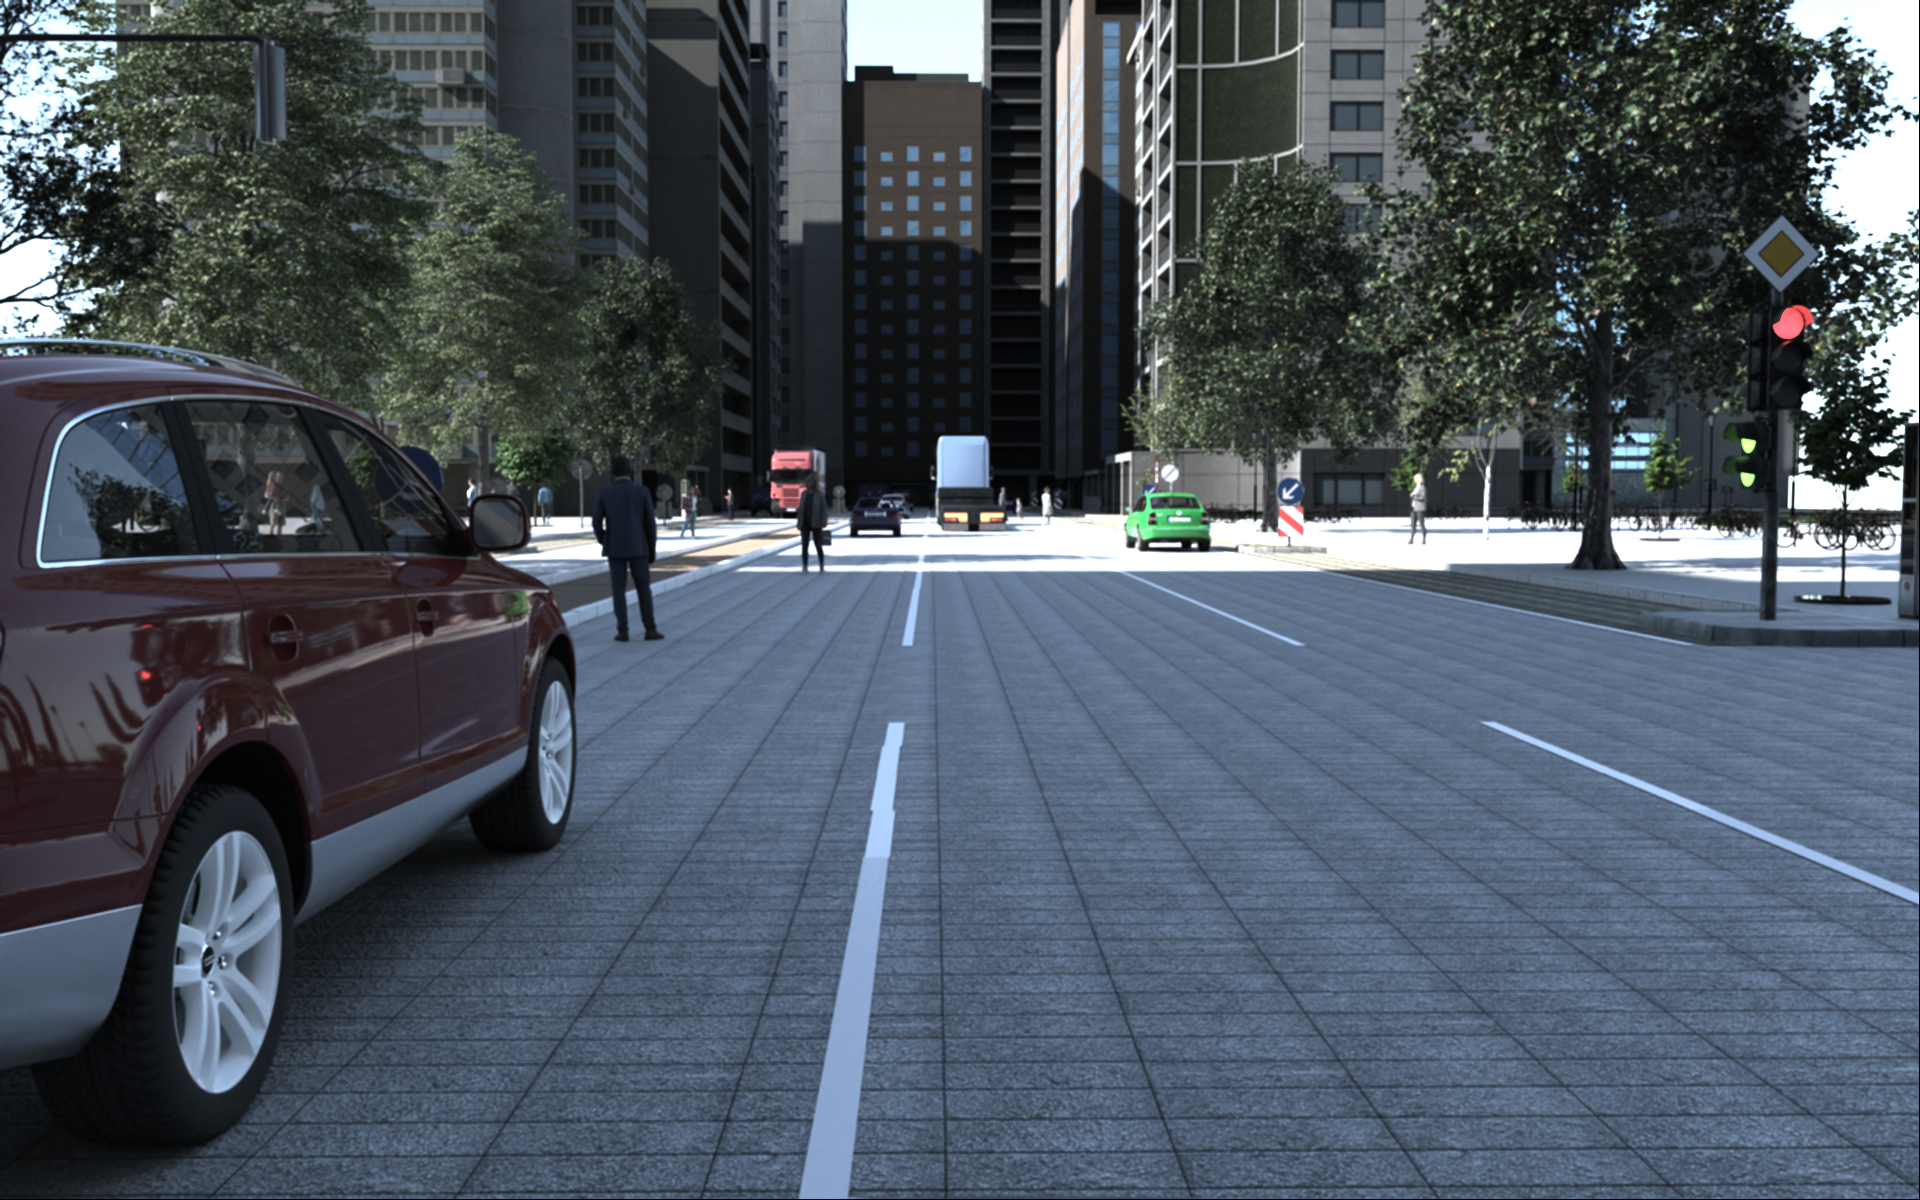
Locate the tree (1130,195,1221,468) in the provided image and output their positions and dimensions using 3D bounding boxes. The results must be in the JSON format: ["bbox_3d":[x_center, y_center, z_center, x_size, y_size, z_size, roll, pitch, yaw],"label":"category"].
[{"bbox_3d":[10.474,-8.596,57.553,9.611,12.733,9.660,0,3,0],"label":"tree"}]

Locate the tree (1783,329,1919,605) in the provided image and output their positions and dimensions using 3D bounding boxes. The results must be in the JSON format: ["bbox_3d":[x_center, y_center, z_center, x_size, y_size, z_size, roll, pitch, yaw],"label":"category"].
[{"bbox_3d":[10.600,-1.579,20.418,1.663,3.219,1.824,0,3,0],"label":"tree"}]

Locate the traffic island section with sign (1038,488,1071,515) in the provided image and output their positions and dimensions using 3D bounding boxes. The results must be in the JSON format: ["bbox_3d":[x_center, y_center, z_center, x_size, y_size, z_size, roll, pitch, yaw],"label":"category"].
[{"bbox_3d":[6.605,-6.792,119.675,1.989,1.847,2.006,0,4,-1],"label":"traffic island section with sign"}]

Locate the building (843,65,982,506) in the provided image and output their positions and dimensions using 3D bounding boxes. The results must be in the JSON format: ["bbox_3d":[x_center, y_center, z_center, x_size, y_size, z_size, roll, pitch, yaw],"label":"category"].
[{"bbox_3d":[-4.948,-32.697,184.706,14.200,45.320,14.600,0,4,-1],"label":"building"}]

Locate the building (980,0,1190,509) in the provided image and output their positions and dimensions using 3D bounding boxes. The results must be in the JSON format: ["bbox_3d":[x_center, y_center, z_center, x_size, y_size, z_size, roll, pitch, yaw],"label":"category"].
[{"bbox_3d":[12.560,-45.758,186.397,20.611,71.187,20.563,0,4,-1],"label":"building"}]

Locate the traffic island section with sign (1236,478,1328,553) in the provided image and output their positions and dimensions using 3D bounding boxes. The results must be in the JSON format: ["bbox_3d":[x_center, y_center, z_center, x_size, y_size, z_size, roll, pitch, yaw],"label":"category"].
[{"bbox_3d":[7.860,-2.078,42.604,1.989,1.847,2.006,0,4,-1],"label":"traffic island section with sign"}]

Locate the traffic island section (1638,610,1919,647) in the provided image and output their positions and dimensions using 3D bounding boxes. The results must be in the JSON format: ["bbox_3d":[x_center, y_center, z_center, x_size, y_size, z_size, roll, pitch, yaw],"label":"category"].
[{"bbox_3d":[8.264,0.282,17.669,2.009,0.180,2.903,0,4,-1],"label":"traffic island section"}]

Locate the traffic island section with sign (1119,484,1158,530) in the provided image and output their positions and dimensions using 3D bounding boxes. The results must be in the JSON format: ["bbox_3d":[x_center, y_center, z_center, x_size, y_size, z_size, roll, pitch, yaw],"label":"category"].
[{"bbox_3d":[7.420,-3.726,69.555,1.989,1.847,2.006,0,4,-1],"label":"traffic island section with sign"}]

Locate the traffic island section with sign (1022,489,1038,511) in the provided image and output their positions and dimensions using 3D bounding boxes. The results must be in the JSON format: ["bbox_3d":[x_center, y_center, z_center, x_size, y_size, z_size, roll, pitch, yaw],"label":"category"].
[{"bbox_3d":[6.159,-8.465,147.036,1.989,1.847,2.006,0,4,-1],"label":"traffic island section with sign"}]

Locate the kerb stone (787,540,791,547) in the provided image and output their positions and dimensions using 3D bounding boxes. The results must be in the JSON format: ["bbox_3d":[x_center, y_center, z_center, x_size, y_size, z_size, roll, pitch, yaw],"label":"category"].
[{"bbox_3d":[-4.682,-1.466,46.161,0.120,0.150,1.000,0,4,-1],"label":"kerb stone"}]

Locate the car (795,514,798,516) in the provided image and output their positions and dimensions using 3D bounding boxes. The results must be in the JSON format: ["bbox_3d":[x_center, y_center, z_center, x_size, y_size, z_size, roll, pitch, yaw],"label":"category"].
[{"bbox_3d":[-10.061,-6.296,112.721,2.009,1.686,4.222,0,4,-1],"label":"car"}]

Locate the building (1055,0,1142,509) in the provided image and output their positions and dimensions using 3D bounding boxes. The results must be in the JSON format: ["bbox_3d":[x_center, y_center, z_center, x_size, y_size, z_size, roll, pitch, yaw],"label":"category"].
[{"bbox_3d":[16.282,-31.208,160.364,14.600,45.320,14.200,0,4,-1],"label":"building"}]

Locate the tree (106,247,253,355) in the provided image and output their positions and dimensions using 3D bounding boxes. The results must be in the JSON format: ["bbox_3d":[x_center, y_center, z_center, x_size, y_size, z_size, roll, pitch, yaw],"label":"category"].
[{"bbox_3d":[-22.767,-6.075,49.689,4.737,8.622,4.395,0,3,0],"label":"tree"}]

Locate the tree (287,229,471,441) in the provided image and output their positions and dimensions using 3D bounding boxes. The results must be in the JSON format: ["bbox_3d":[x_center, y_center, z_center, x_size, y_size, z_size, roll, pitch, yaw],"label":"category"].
[{"bbox_3d":[-23.067,-8.755,68.900,9.928,11.665,9.643,0,3,0],"label":"tree"}]

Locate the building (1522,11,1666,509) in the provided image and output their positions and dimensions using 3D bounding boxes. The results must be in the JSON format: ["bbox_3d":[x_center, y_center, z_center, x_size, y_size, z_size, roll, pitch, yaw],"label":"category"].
[{"bbox_3d":[45.877,-51.524,155.088,31.000,86.520,22.319,0,4,-1],"label":"building"}]

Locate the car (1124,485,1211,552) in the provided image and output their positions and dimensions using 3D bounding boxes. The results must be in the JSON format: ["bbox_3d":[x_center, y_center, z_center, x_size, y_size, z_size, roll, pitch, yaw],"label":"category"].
[{"bbox_3d":[5.297,-2.184,44.512,1.959,1.807,4.718,0,4,-1],"label":"car"}]

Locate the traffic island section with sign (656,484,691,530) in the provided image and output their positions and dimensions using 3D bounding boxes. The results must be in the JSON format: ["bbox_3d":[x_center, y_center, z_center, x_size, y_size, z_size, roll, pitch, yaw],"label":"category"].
[{"bbox_3d":[-11.787,-3.694,69.030,1.989,1.847,2.006,0,4,-1],"label":"traffic island section with sign"}]

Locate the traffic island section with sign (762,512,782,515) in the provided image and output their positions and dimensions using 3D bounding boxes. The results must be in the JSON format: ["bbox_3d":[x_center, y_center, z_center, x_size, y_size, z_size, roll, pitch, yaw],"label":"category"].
[{"bbox_3d":[-12.613,-6.787,119.598,1.989,1.847,2.006,0,4,-1],"label":"traffic island section with sign"}]

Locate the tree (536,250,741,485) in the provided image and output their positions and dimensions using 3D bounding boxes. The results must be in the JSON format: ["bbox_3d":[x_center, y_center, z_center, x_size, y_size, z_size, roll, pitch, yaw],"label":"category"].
[{"bbox_3d":[-15.175,-10.056,81.428,9.611,12.733,9.660,0,3,0],"label":"tree"}]

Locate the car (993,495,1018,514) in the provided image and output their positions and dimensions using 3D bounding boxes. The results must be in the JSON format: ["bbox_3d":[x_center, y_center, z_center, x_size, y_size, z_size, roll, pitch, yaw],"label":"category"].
[{"bbox_3d":[3.349,-6.940,126.052,1.945,1.354,3.894,0,4,-2],"label":"car"}]

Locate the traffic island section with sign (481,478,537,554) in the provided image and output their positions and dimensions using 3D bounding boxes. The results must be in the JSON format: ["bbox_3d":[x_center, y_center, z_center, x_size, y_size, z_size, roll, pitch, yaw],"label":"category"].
[{"bbox_3d":[-11.351,-2.039,41.961,1.989,1.847,2.006,0,4,-1],"label":"traffic island section with sign"}]

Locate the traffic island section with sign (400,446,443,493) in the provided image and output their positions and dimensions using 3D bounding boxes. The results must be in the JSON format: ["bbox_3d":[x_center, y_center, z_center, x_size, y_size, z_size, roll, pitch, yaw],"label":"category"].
[{"bbox_3d":[-5.246,-0.549,17.110,2.006,1.907,1.989,0,4,-1],"label":"traffic island section with sign"}]

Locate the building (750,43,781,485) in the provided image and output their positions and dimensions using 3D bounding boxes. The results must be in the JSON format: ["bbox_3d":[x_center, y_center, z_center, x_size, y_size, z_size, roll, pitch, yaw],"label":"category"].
[{"bbox_3d":[-23.846,-29.140,160.032,14.086,41.232,14.154,0,4,-1],"label":"building"}]

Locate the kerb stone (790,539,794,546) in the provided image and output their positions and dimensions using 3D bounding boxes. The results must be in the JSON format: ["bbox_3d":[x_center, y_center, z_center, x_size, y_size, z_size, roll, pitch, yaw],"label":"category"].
[{"bbox_3d":[-4.697,-1.528,47.186,0.120,0.150,1.000,0,4,-1],"label":"kerb stone"}]

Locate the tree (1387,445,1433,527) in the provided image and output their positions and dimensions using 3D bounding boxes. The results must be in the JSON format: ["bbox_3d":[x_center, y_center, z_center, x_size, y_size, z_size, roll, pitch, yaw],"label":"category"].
[{"bbox_3d":[17.693,-4.514,68.413,1.663,3.219,1.824,0,3,0],"label":"tree"}]

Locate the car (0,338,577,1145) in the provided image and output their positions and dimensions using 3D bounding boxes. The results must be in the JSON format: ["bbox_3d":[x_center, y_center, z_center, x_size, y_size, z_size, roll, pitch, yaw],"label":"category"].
[{"bbox_3d":[-2.629,0.203,5.357,2.281,1.827,5.304,0,3,0],"label":"car"}]

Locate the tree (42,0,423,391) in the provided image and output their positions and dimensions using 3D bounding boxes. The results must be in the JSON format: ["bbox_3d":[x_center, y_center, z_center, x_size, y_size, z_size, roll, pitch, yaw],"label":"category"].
[{"bbox_3d":[-13.742,-7.048,33.364,7.486,12.596,7.792,0,3,0],"label":"tree"}]

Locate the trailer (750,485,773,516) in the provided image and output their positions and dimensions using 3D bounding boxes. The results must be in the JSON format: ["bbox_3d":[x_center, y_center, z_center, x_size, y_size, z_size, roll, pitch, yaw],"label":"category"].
[{"bbox_3d":[-12.525,-6.266,109.497,1.471,1.999,3.904,0,4,0],"label":"trailer"}]

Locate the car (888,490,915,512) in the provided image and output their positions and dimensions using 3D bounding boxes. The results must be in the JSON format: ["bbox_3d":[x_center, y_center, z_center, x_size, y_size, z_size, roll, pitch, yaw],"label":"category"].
[{"bbox_3d":[-4.886,-8.266,143.816,2.281,1.827,5.304,0,4,-2],"label":"car"}]

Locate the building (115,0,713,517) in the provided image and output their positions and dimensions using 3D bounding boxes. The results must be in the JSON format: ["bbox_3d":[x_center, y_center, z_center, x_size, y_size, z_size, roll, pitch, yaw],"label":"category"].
[{"bbox_3d":[-32.096,-25.234,104.459,32.217,40.220,23.993,0,4,-1],"label":"building"}]

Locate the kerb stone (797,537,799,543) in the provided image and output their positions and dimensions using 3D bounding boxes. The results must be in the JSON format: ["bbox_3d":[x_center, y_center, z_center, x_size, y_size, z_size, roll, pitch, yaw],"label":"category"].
[{"bbox_3d":[-4.738,-1.654,49.236,0.120,0.150,1.000,0,4,-1],"label":"kerb stone"}]

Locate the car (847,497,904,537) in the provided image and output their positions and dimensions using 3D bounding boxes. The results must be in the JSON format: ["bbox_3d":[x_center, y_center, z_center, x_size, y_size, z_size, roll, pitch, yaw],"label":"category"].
[{"bbox_3d":[-2.888,-2.849,59.163,1.945,1.354,3.894,0,4,-3],"label":"car"}]

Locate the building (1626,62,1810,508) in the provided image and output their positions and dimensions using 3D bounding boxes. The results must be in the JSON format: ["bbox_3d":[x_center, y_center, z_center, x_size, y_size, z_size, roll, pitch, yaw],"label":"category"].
[{"bbox_3d":[68.348,-29.204,161.073,14.086,41.232,14.154,0,4,-1],"label":"building"}]

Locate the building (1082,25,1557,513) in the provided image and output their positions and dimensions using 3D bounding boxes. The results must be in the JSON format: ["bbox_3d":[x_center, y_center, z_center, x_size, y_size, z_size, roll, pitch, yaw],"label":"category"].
[{"bbox_3d":[25.673,-26.543,125.856,32.217,40.220,23.993,0,4,-1],"label":"building"}]

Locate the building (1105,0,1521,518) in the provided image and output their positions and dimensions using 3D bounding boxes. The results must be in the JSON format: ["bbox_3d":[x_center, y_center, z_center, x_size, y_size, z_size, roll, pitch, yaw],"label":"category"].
[{"bbox_3d":[19.940,-40.587,101.847,20.563,71.187,20.611,0,4,-1],"label":"building"}]

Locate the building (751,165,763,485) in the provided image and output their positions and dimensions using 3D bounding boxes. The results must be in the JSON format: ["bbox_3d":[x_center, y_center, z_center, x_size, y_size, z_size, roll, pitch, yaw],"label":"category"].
[{"bbox_3d":[-24.354,-22.869,145.616,14.160,30.474,14.107,0,4,-1],"label":"building"}]

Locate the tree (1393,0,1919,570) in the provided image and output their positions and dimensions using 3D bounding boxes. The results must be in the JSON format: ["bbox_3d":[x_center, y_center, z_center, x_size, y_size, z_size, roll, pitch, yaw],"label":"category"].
[{"bbox_3d":[11.046,-6.874,29.395,9.611,12.733,9.660,0,3,0],"label":"tree"}]

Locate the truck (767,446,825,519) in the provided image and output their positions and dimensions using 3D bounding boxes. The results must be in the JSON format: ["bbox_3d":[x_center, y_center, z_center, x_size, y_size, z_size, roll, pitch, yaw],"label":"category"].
[{"bbox_3d":[-9.650,-7.009,103.510,2.839,4.237,11.283,0,4,0],"label":"truck"}]

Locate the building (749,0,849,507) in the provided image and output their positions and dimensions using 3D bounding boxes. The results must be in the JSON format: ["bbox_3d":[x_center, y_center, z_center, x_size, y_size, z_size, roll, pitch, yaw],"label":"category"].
[{"bbox_3d":[-26.197,-39.432,186.707,28.212,58.520,21.231,0,4,-1],"label":"building"}]

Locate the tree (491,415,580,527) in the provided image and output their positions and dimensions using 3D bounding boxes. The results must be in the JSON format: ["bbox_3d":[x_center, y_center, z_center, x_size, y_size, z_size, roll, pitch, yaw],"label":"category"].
[{"bbox_3d":[-16.652,-5.151,67.939,4.285,4.588,4.351,0,3,0],"label":"tree"}]

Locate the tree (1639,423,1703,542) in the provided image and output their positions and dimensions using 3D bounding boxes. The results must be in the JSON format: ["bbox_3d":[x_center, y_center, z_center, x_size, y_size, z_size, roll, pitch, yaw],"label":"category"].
[{"bbox_3d":[18.978,-3.206,47.023,1.663,3.219,1.824,0,3,0],"label":"tree"}]

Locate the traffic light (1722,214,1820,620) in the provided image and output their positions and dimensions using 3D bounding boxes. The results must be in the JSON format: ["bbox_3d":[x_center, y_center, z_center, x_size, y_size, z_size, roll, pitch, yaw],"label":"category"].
[{"bbox_3d":[8.223,-1.751,17.554,0.839,4.253,0.868,0,4,-1],"label":"traffic light"}]

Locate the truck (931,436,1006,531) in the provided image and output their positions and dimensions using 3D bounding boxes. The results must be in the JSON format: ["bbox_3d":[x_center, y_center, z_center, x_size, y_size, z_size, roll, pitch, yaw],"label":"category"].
[{"bbox_3d":[0.296,-5.191,74.626,2.967,4.110,18.799,0,4,-1],"label":"truck"}]

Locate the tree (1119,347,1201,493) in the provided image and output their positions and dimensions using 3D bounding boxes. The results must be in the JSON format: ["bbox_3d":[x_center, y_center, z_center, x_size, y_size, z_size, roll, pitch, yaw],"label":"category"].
[{"bbox_3d":[10.053,-8.139,83.438,4.737,8.622,4.395,0,3,0],"label":"tree"}]

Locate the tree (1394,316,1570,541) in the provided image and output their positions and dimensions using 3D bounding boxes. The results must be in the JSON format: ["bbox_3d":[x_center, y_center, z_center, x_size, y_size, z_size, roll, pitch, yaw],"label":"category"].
[{"bbox_3d":[14.545,-5.930,47.319,4.737,8.622,4.395,0,3,0],"label":"tree"}]

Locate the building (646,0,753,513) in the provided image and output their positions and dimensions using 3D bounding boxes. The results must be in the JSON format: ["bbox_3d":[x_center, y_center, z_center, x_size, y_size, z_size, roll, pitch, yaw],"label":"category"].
[{"bbox_3d":[-27.114,-30.795,127.196,21.300,48.544,21.600,0,4,-1],"label":"building"}]

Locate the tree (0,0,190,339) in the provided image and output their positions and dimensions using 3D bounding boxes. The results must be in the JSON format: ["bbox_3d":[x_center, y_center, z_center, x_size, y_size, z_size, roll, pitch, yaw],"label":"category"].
[{"bbox_3d":[-14.514,-5.475,23.931,8.767,10.594,7.601,2,4,29],"label":"tree"}]

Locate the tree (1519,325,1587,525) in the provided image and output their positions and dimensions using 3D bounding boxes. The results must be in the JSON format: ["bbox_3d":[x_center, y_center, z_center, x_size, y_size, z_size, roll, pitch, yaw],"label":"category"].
[{"bbox_3d":[25.035,-7.368,70.829,4.360,8.622,3.978,0,3,0],"label":"tree"}]

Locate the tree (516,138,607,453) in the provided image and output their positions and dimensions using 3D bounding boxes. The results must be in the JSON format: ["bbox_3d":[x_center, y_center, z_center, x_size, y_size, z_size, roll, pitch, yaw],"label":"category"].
[{"bbox_3d":[-14.505,-8.309,53.976,7.486,12.596,7.792,0,3,0],"label":"tree"}]

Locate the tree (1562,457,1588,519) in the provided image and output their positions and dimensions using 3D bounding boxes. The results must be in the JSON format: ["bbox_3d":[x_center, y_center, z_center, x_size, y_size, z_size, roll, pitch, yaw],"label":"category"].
[{"bbox_3d":[31.607,-5.816,89.688,1.663,3.219,1.824,0,3,0],"label":"tree"}]

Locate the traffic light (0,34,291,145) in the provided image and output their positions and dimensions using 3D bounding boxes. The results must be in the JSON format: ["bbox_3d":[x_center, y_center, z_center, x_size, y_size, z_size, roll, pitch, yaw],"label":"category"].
[{"bbox_3d":[-9.145,-2.607,17.291,4.771,5.953,1.251,0,4,-1],"label":"traffic light"}]

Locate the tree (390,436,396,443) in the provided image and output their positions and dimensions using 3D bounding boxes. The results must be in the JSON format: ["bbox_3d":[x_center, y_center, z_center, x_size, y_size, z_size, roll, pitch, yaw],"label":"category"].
[{"bbox_3d":[-29.469,-6.369,87.851,4.285,4.588,4.351,0,3,0],"label":"tree"}]

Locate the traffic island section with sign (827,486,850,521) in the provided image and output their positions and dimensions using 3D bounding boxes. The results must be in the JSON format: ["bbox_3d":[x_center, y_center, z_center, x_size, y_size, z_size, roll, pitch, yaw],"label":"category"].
[{"bbox_3d":[-6.481,-5.144,92.238,2.006,1.907,1.989,0,4,-1],"label":"traffic island section with sign"}]

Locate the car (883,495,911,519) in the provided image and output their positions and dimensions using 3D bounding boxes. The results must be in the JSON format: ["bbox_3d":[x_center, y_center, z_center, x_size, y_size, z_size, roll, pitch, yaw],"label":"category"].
[{"bbox_3d":[-3.812,-5.381,99.974,2.014,1.417,4.499,0,4,0],"label":"car"}]

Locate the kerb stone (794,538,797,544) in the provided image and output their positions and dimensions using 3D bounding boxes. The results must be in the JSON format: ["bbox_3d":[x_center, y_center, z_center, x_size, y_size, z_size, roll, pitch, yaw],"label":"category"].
[{"bbox_3d":[-4.717,-1.591,48.214,0.120,0.150,1.000,0,4,-1],"label":"kerb stone"}]

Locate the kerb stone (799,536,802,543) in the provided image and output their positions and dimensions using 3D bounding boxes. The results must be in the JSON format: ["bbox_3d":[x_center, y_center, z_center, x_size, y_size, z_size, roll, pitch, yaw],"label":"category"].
[{"bbox_3d":[-4.751,-1.715,50.266,0.120,0.150,1.000,0,4,-1],"label":"kerb stone"}]
